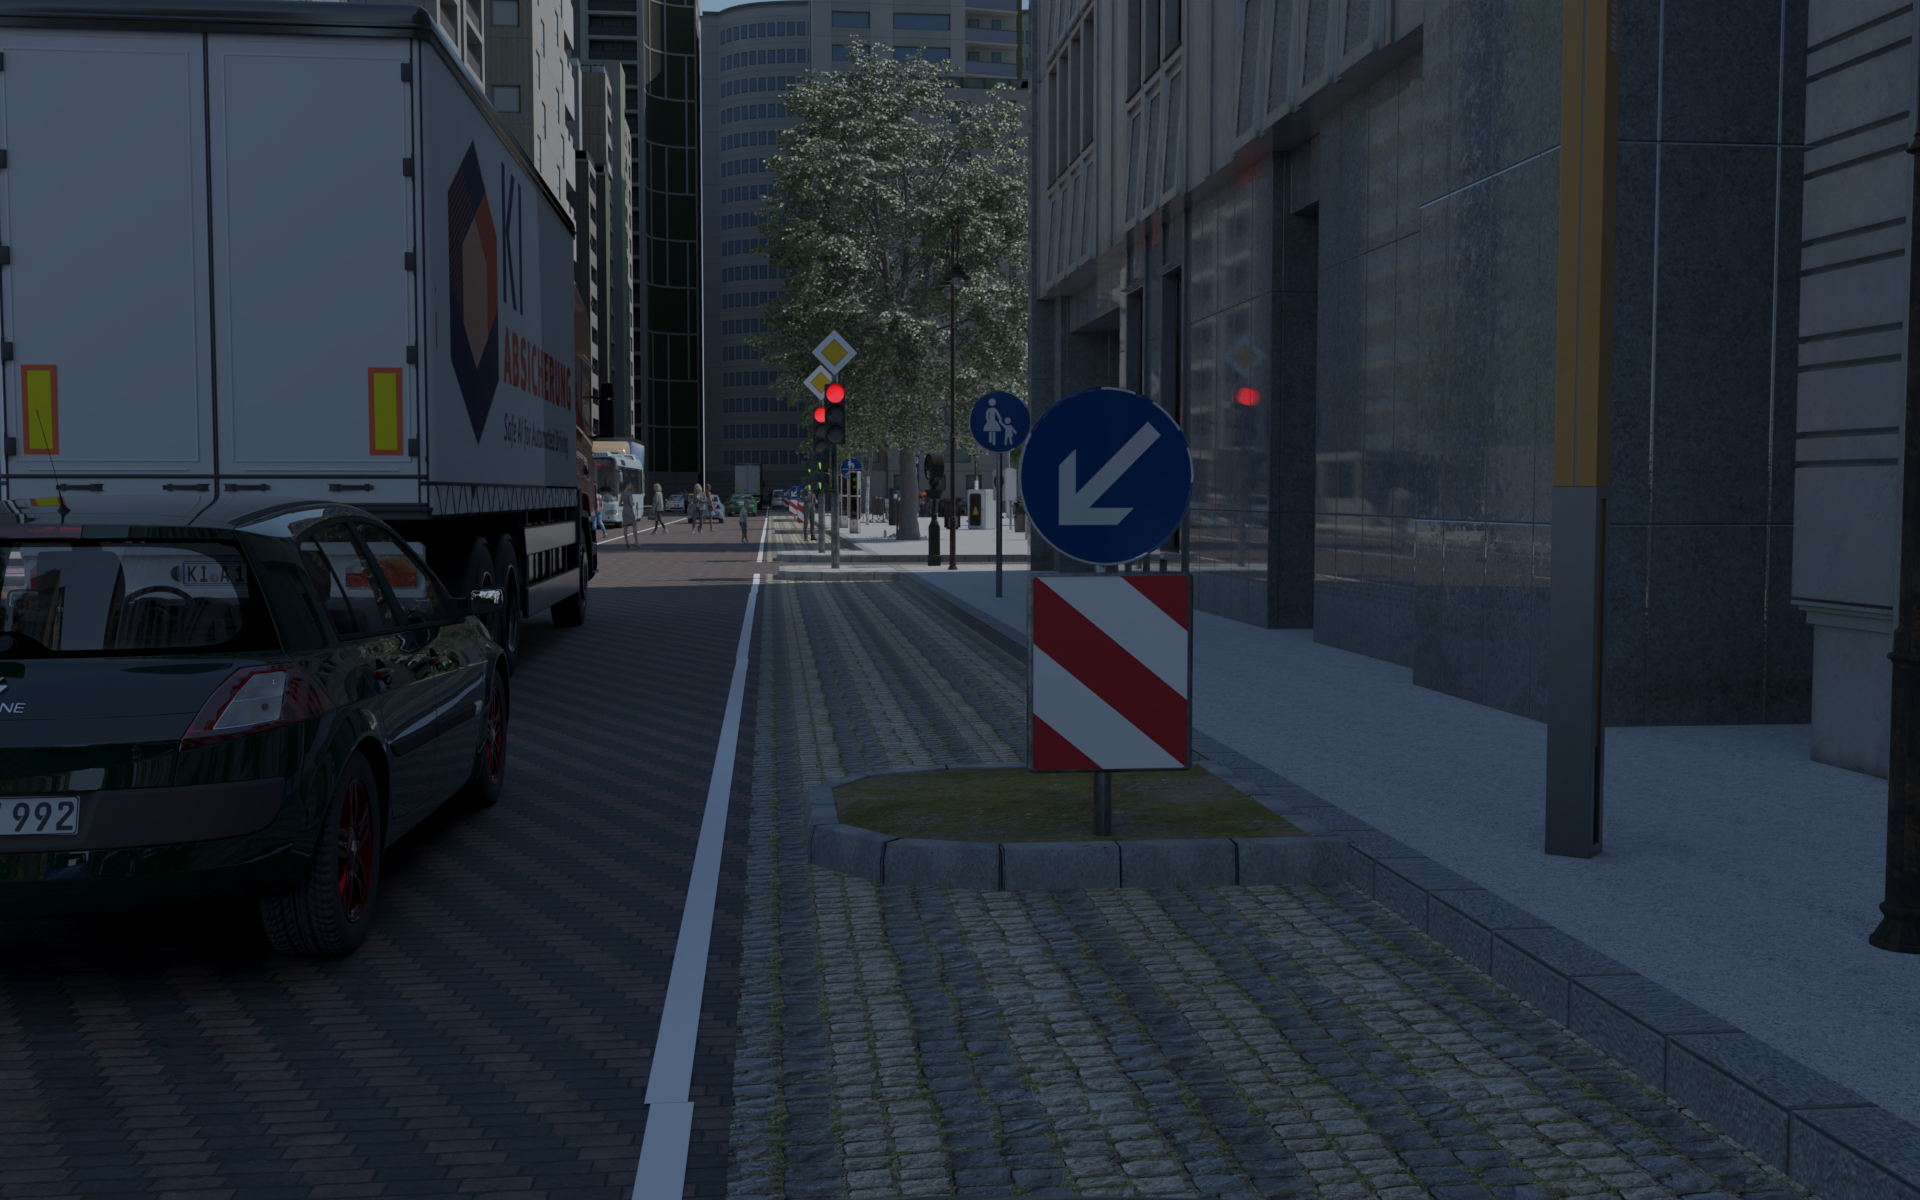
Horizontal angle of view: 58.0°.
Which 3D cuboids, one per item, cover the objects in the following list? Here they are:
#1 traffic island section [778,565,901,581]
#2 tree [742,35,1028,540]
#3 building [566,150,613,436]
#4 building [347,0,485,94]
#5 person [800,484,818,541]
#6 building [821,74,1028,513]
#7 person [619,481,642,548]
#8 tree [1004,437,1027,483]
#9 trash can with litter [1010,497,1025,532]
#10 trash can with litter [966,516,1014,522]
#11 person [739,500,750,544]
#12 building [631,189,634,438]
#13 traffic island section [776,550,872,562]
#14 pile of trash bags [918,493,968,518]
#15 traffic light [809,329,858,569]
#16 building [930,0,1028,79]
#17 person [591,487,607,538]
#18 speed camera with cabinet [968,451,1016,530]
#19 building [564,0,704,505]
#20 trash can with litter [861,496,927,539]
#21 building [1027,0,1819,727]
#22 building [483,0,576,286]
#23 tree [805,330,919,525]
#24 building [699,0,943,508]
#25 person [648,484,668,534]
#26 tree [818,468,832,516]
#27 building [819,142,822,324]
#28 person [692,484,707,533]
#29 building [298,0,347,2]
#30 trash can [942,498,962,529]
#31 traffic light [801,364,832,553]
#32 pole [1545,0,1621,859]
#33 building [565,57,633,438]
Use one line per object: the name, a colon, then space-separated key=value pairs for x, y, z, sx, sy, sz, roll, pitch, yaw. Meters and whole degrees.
traffic island section: x=-2.122 y=-0.460 z=29.805 sx=2.009 sy=0.180 sz=2.903 roll=0 pitch=4 yaw=-6
tree: x=-1.490 y=-8.646 z=48.020 sx=9.857 sy=13.997 sz=8.962 roll=0 pitch=3 yaw=0
building: x=-36.777 y=-22.808 z=144.604 sx=14.160 sy=30.474 sz=14.107 roll=0 pitch=4 yaw=-6
building: x=-35.810 y=-40.311 z=97.341 sx=20.563 sy=71.187 sz=20.611 roll=0 pitch=4 yaw=-6
person: x=-4.548 y=-2.727 z=52.890 sx=0.447 sy=1.846 sz=0.655 roll=3 pitch=5 yaw=40
building: x=-2.322 y=-21.521 z=123.572 sx=14.160 sy=30.474 sz=14.107 roll=0 pitch=4 yaw=-6
person: x=-8.777 y=-2.279 z=46.097 sx=0.599 sy=1.781 sz=0.374 roll=3 pitch=4 yaw=36
tree: x=3.530 y=-5.366 z=71.443 sx=4.285 sy=4.588 sz=4.351 roll=0 pitch=3 yaw=0
trash can with litter: x=2.248 y=-2.834 z=57.730 sx=1.055 sy=1.170 sz=0.624 roll=-1 pitch=4 yaw=-18
trash can with litter: x=1.087 y=-4.218 z=80.017 sx=1.678 sy=1.210 sz=2.233 roll=3 pitch=5 yaw=41
person: x=-6.179 y=-2.234 z=49.714 sx=0.352 sy=1.250 sz=0.332 roll=1 pitch=4 yaw=19
building: x=-40.783 y=-30.193 z=177.243 sx=14.086 sy=41.232 sz=14.154 roll=0 pitch=4 yaw=-6
traffic island section: x=-2.990 y=-0.946 z=37.743 sx=2.009 sy=0.180 sz=2.903 roll=0 pitch=4 yaw=-6
pile of trash bags: x=-0.726 y=-5.502 z=99.714 sx=3.447 sy=1.369 sz=1.912 roll=-1 pitch=4 yaw=-21
traffic light: x=-2.163 y=-2.493 z=29.687 sx=0.839 sy=4.253 sz=0.868 roll=0 pitch=4 yaw=-6
building: x=11.731 y=-40.854 z=209.956 sx=28.212 sy=58.520 sz=21.231 roll=0 pitch=4 yaw=-6
person: x=-11.880 y=-2.887 z=56.547 sx=0.643 sy=1.720 sz=0.563 roll=3 pitch=5 yaw=41
speed camera with cabinet: x=1.139 y=-4.176 z=62.606 sx=0.660 sy=3.252 sz=2.038 roll=-3 pitch=5 yaw=-41
building: x=-41.018 y=-46.776 z=203.036 sx=20.611 sy=71.187 sz=20.563 roll=0 pitch=4 yaw=-6
trash can with litter: x=-1.690 y=-2.424 z=50.694 sx=1.678 sy=1.210 sz=2.233 roll=-2 pitch=4 yaw=-25
building: x=8.180 y=-12.308 z=19.251 sx=12.078 sy=24.808 sz=19.932 roll=0 pitch=4 yaw=-6
building: x=-41.952 y=-32.585 z=121.998 sx=28.713 sy=52.752 sz=27.495 roll=0 pitch=4 yaw=-6
tree: x=-3.777 y=-7.429 z=71.829 sx=4.737 sy=8.622 sz=4.395 roll=0 pitch=3 yaw=0
building: x=-16.380 y=-40.642 z=206.495 sx=28.212 sy=58.520 sz=21.231 roll=0 pitch=4 yaw=-6
person: x=-10.699 y=-3.218 z=61.304 sx=0.728 sy=1.800 sz=0.709 roll=1 pitch=4 yaw=11
tree: x=-7.837 y=-6.510 z=101.036 sx=1.663 sy=3.219 sz=1.824 roll=0 pitch=3 yaw=0
building: x=-4.119 y=-22.376 z=137.541 sx=14.160 sy=30.474 sz=14.107 roll=0 pitch=4 yaw=-6
person: x=-9.535 y=-3.341 z=63.303 sx=0.537 sy=1.800 sz=0.526 roll=0 pitch=4 yaw=4
building: x=-37.951 y=-22.981 z=67.628 sx=32.217 sy=40.220 sz=23.993 roll=0 pitch=4 yaw=-6
trash can: x=-0.280 y=-3.145 z=63.077 sx=0.748 sy=1.137 sz=0.748 roll=0 pitch=3 yaw=0
traffic light: x=-3.031 y=-2.979 z=37.625 sx=0.839 sy=4.253 sz=0.868 roll=0 pitch=4 yaw=-6
pole: x=2.193 y=-0.749 z=6.089 sx=0.158 sy=3.312 sz=0.155 roll=0 pitch=3 yaw=0
building: x=-38.087 y=-29.033 z=158.287 sx=14.154 sy=41.232 sz=14.086 roll=0 pitch=4 yaw=-6
